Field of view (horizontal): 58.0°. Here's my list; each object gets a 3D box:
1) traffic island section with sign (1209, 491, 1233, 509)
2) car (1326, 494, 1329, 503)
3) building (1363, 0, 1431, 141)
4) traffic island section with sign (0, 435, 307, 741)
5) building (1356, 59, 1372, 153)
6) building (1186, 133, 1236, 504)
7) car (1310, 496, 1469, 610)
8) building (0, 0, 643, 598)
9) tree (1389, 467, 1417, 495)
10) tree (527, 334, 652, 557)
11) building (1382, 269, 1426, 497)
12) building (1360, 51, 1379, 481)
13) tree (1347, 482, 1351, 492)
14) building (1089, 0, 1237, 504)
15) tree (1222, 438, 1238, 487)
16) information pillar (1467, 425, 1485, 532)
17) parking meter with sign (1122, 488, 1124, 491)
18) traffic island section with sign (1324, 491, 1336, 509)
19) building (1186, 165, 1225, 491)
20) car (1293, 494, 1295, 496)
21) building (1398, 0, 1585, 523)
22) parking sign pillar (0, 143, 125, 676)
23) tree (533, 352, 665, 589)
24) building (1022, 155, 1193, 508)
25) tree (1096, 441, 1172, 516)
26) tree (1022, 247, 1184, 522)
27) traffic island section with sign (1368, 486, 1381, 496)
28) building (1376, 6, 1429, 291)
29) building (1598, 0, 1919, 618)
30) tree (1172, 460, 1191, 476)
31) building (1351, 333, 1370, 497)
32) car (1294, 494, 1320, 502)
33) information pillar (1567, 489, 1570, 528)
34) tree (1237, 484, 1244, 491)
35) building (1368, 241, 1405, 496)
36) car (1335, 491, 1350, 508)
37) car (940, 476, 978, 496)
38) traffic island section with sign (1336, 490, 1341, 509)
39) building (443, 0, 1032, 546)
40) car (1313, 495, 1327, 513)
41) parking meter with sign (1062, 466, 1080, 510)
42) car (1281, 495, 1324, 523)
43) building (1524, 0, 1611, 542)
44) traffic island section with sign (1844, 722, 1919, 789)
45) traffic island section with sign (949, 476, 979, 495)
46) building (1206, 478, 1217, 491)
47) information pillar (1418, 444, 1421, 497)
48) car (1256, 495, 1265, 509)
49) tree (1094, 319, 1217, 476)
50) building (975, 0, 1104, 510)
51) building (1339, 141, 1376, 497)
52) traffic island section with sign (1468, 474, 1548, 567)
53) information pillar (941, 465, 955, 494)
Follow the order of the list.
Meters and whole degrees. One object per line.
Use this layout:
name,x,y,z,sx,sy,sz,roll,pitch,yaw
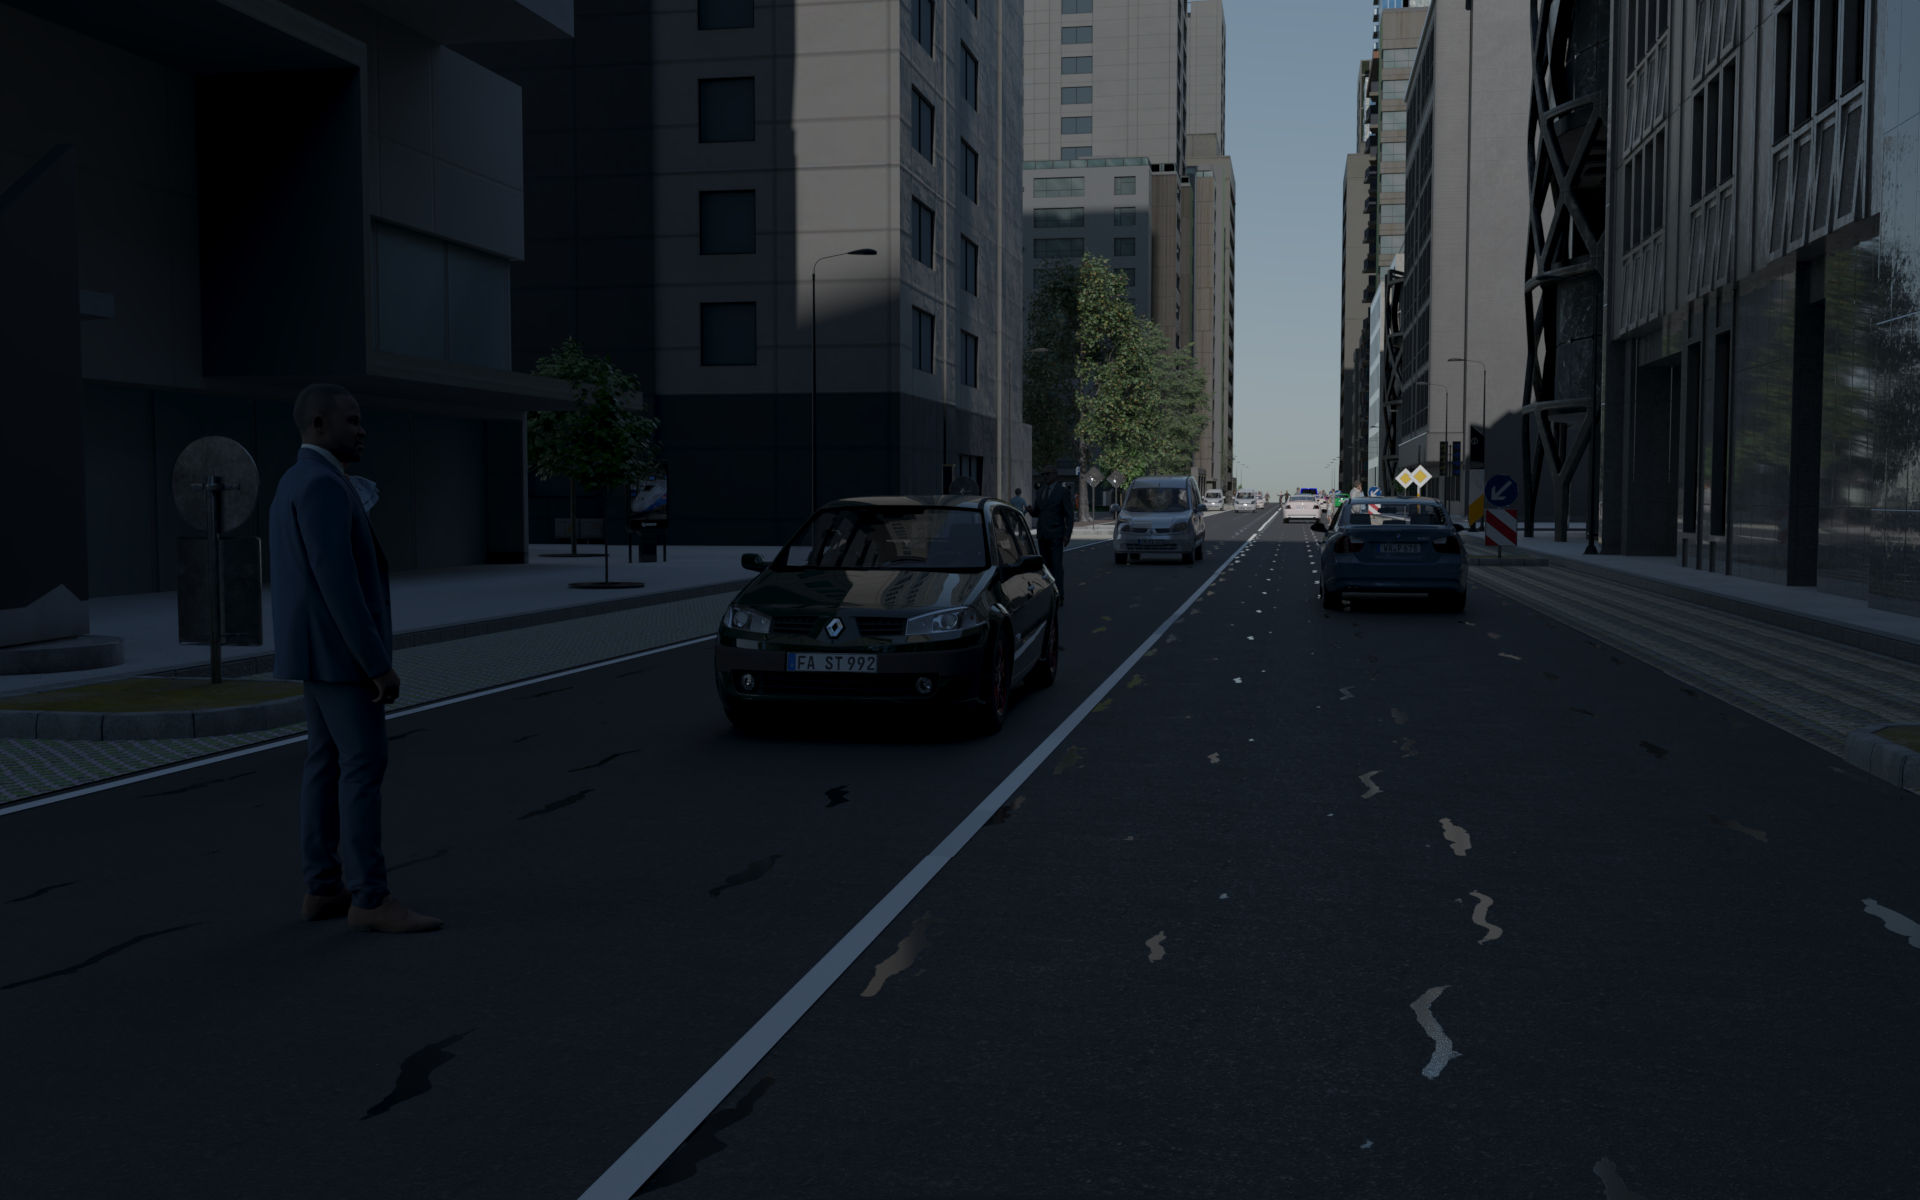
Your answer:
traffic island section with sign,24.925,-9.635,166.165,1.989,1.847,2.006,1,4,11
car,53.500,-14.993,254.914,2.009,1.686,4.222,1,4,11
building,68.944,-57.780,257.369,22.319,86.520,31.000,1,4,11
traffic island section with sign,-5.071,-0.143,10.966,1.989,1.847,2.006,1,4,11
building,73.054,-51.684,283.278,20.563,71.187,20.611,1,4,11
building,26.477,-37.539,237.463,21.300,48.544,21.600,1,4,11
car,5.634,-0.659,22.784,2.014,1.417,4.499,1,4,11
building,-21.418,-26.280,18.912,28.713,52.752,27.495,1,4,11
tree,27.052,-6.791,105.638,1.663,3.219,1.824,0,3,0
tree,-7.889,-3.176,35.647,4.285,4.588,4.351,0,3,0
building,36.502,-15.088,114.133,16.820,18.784,16.811,1,4,11
building,50.778,-31.457,168.941,22.147,44.769,28.867,1,4,11
tree,50.939,-14.008,223.631,1.663,3.219,1.824,0,3,0
building,31.026,-50.133,257.928,20.563,71.187,20.611,1,4,11
tree,32.963,-16.458,219.455,4.360,8.622,3.978,0,3,0
information pillar,17.384,-4.094,58.299,0.504,3.616,0.183,1,4,21
parking meter with sign,13.093,-8.845,140.882,1.738,3.016,0.543,0,4,-6
traffic island section with sign,41.128,-11.225,192.159,1.989,1.847,2.006,1,4,11
building,24.622,-32.214,210.285,14.154,41.232,14.086,1,4,11
car,36.122,-10.723,184.113,1.959,1.807,4.718,1,4,10
building,30.570,-18.046,88.563,14.314,27.812,24.014,1,4,11
parking sign pillar,-7.019,-1.487,12.779,1.447,3.967,1.447,0,4,2
tree,-4.788,-1.775,23.619,1.663,3.219,1.824,0,3,0
building,12.872,-23.244,151.742,14.160,30.474,14.107,1,4,11
tree,9.710,-7.346,103.818,4.285,4.588,4.351,0,3,0
tree,5.671,-10.022,80.862,9.611,12.733,9.660,0,3,0
traffic island section with sign,21.376,-4.973,89.931,1.989,1.847,2.006,1,4,11
building,42.867,-28.449,148.741,14.154,41.232,14.086,1,4,11
building,17.592,-12.672,25.211,12.078,24.808,19.932,1,4,11
tree,16.705,-9.429,137.884,4.285,4.588,4.351,0,3,0
building,59.343,-21.549,197.362,27.650,21.520,28.899,1,4,11
car,22.965,-6.360,115.787,2.131,1.459,4.920,1,4,11
information pillar,22.908,-3.741,65.662,0.304,2.012,0.304,-3,5,-40
tree,48.519,-18.712,300.537,1.663,3.219,1.824,0,3,0
building,36.711,-16.906,131.160,10.420,20.320,16.860,1,4,11
car,34.223,-8.976,155.550,1.959,1.807,4.718,1,4,11
car,-0.356,-0.573,19.162,2.009,1.686,4.222,1,4,13
traffic island section with sign,26.479,-6.592,116.401,1.989,1.847,2.006,1,4,11
building,-9.492,-37.521,51.715,20.611,71.187,20.563,1,4,11
car,27.327,-7.414,133.582,2.083,1.381,4.827,1,4,9
parking meter with sign,6.771,-6.880,108.744,1.738,3.016,0.543,-2,4,-30
car,16.947,-4.487,85.725,2.083,1.381,4.827,1,4,12
building,24.534,-11.068,48.421,16.820,18.784,16.811,1,4,11
traffic island section with sign,5.647,-0.001,8.652,1.989,1.847,2.006,1,4,11
traffic island section with sign,0.046,-1.762,37.433,1.989,1.847,2.006,1,4,11
building,12.311,-30.643,192.900,32.217,40.220,23.993,1,4,11
information pillar,21.580,-5.509,81.420,0.183,3.616,0.504,1,4,18
car,28.373,-9.453,166.924,2.083,1.381,4.827,1,4,10
tree,13.970,-13.353,124.982,9.857,13.997,8.962,0,3,0
building,13.674,-44.646,168.208,20.563,71.187,20.611,1,4,11
building,62.280,-37.226,232.341,21.300,48.544,21.600,1,4,11
traffic island section with sign,10.765,-1.620,35.119,1.989,1.847,2.006,1,4,11
information pillar,-0.291,-2.370,43.246,0.304,2.012,0.304,0,4,8
